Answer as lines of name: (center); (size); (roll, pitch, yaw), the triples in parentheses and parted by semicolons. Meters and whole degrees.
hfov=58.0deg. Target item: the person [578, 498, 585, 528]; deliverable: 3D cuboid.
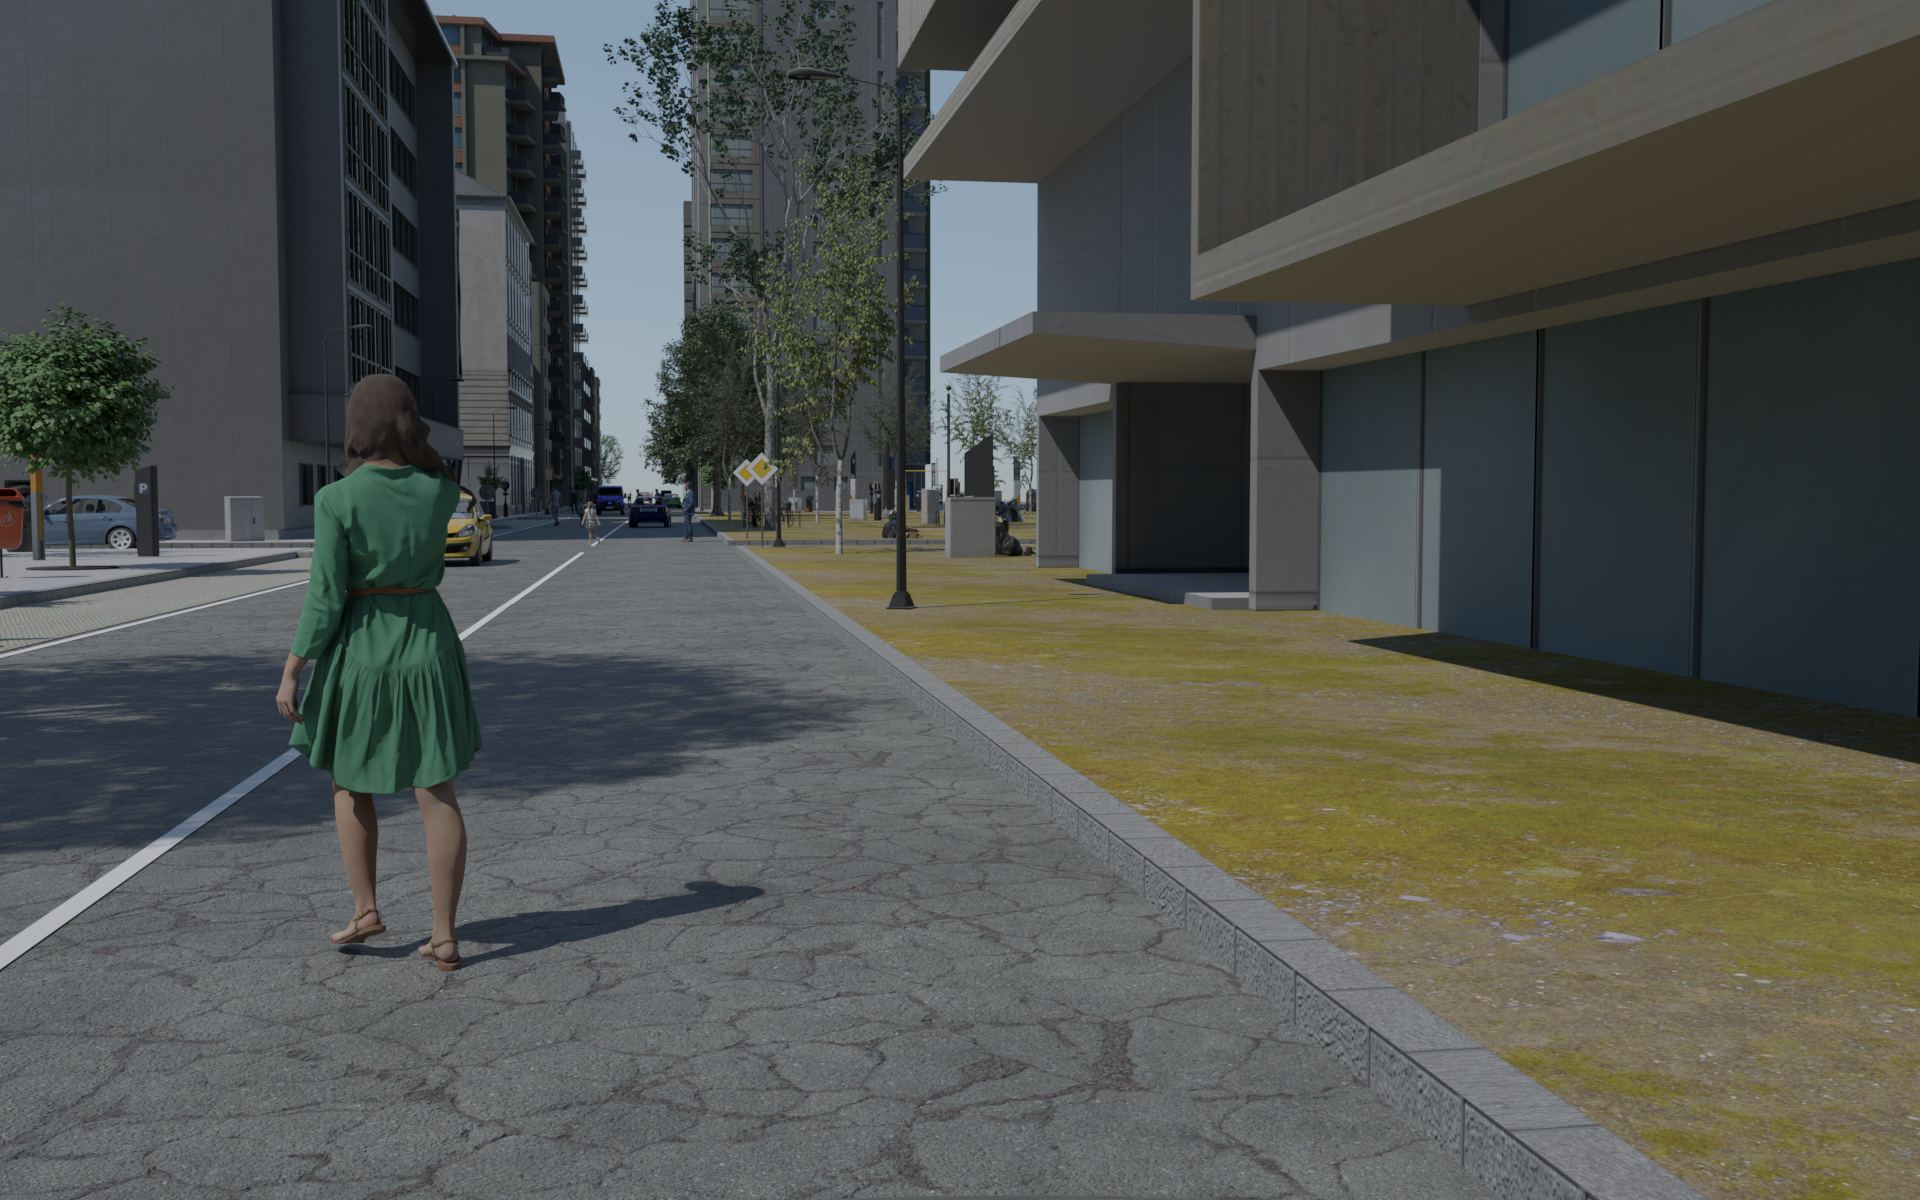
person: (-16.007, -3.679, 73.342); (0.352, 1.250, 0.332); (0, 4, 8)

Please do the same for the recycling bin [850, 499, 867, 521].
recycling bin: (-4.920, -4.371, 84.013); (0.722, 1.027, 0.722); (1, 4, 9)

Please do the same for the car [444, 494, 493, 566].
car: (-10.615, -1.551, 35.587); (2.015, 1.641, 3.980); (-1, 4, -10)

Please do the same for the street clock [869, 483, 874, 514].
street clock: (-5.810, -6.681, 113.803); (0.358, 2.002, 0.471); (1, 4, 13)

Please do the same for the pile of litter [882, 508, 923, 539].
pile of litter: (-1.625, -2.234, 50.497); (1.176, 0.858, 1.719); (3, 4, 38)

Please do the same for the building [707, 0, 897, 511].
building: (-12.615, -27.647, 135.623); (14.154, 41.232, 14.086); (-1, 4, -10)

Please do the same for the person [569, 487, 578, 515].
person: (-26.838, -6.878, 120.312); (0.648, 1.900, 0.474); (0, 4, 1)

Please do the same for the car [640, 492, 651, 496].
car: (-50.418, -16.409, 276.963); (2.281, 1.827, 5.304); (-1, 4, -11)

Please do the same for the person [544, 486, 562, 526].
person: (-18.251, -4.241, 77.955); (0.853, 1.813, 0.709); (2, 4, 32)

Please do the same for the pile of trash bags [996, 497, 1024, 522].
pile of trash bags: (1.379, -4.332, 80.572); (1.912, 1.369, 3.447); (-3, 5, -40)

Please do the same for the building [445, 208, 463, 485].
building: (-33.355, -13.300, 84.902); (16.820, 18.784, 16.811); (-1, 4, -10)

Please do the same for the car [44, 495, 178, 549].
car: (-22.194, -1.934, 43.623); (4.499, 1.417, 2.014); (-1, 4, -8)

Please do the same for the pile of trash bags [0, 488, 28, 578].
pile of trash bags: (-15.571, -0.956, 25.378); (3.447, 1.369, 1.912); (-3, 5, -41)

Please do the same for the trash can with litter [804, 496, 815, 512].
trash can with litter: (-10.582, -6.740, 121.584); (0.624, 1.170, 1.055); (1, 4, 10)

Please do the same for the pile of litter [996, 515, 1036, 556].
pile of litter: (0.933, -1.376, 36.462); (1.176, 0.858, 1.719); (-3, 4, -37)

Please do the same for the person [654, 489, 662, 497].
person: (-20.015, -6.481, 114.816); (0.623, 1.781, 0.721); (0, 4, 5)

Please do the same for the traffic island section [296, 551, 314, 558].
traffic island section: (-14.042, -1.090, 40.106); (2.009, 0.180, 2.903); (-1, 4, -10)

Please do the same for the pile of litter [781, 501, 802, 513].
pile of litter: (-11.456, -6.314, 117.195); (1.719, 0.858, 1.176); (-1, 4, -14)

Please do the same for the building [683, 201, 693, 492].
building: (-31.788, -34.298, 244.359); (14.154, 41.232, 14.086); (-1, 4, -10)

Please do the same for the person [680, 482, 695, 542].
person: (-8.126, -2.639, 51.833); (0.419, 1.800, 0.721); (-1, 4, -21)

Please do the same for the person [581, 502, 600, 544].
person: (-10.512, -2.188, 49.293); (0.505, 1.210, 0.382); (-3, 5, -43)

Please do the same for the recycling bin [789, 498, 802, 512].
recycling bin: (-11.795, -6.818, 124.033); (0.722, 1.027, 0.722); (1, 4, 20)

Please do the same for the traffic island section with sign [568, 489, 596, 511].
traffic island section with sign: (-32.054, -8.422, 146.331); (1.989, 1.847, 2.006); (-1, 4, -10)

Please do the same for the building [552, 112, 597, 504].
building: (-58.260, -36.553, 217.243); (23.786, 49.044, 30.456); (-1, 4, -10)

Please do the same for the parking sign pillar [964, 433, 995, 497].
parking sign pillar: (0.861, -5.409, 76.902); (1.447, 3.967, 1.447); (1, 4, 14)

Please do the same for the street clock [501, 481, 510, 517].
street clock: (-25.289, -5.614, 96.363); (0.471, 2.002, 0.358); (3, 4, 38)

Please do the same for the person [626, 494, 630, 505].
person: (-44.376, -13.448, 231.636); (0.557, 1.426, 1.065); (1, 4, 14)

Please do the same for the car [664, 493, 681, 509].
car: (-28.099, -9.770, 168.539); (1.959, 1.807, 4.718); (-1, 4, -11)

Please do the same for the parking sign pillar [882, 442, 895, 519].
parking sign pillar: (-3.678, -6.191, 89.695); (1.447, 3.967, 1.447); (-1, 4, -11)

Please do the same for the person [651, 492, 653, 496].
person: (-45.797, -15.150, 256.925); (0.721, 1.743, 1.217); (0, 4, -1)

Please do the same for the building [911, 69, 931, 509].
building: (-13.366, -37.613, 156.966); (21.231, 58.520, 28.212); (-1, 4, -10)

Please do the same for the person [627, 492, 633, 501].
person: (-50.290, -15.577, 263.898); (0.721, 1.735, 1.217); (2, 4, 32)

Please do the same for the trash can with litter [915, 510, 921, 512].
trash can with litter: (-2.342, -6.925, 124.285); (1.678, 1.210, 2.233); (-3, 5, -41)

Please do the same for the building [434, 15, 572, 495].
building: (-48.322, -31.031, 161.985); (22.147, 44.769, 28.867); (-1, 4, -10)

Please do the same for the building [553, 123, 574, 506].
building: (-48.929, -30.634, 184.464); (14.154, 41.232, 14.086); (-1, 4, -10)

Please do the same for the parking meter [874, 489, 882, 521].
parking meter: (-3.952, -4.578, 83.261); (0.372, 1.533, 0.369); (0, 3, 0)

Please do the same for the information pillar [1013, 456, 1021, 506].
information pillar: (3.482, -7.032, 106.320); (0.504, 3.616, 0.183); (-2, 4, -32)

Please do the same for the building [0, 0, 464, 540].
building: (-26.749, -14.819, 61.363); (14.314, 24.678, 30.058); (-1, 4, -10)

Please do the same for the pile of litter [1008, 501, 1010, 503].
pile of litter: (3.227, -6.462, 119.623); (1.176, 0.858, 1.719); (1, 4, 16)

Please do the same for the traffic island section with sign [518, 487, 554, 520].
traffic island section with sign: (-23.708, -5.414, 97.141); (1.989, 1.847, 2.006); (-1, 4, -10)

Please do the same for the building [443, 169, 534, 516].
building: (-32.407, -15.887, 108.902); (9.793, 20.994, 18.267); (-1, 4, -10)

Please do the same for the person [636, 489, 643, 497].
person: (-21.831, -6.661, 117.762); (0.721, 1.781, 0.623); (-2, 4, -32)

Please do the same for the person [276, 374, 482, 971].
person: (-1.742, 0.211, 5.297); (0.529, 1.795, 0.600); (3, 5, 40)

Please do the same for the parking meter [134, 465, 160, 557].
parking meter: (-16.655, -1.820, 35.461); (0.399, 1.863, 0.255); (0, 4, 4)

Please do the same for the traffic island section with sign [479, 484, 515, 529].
traffic island section with sign: (-19.222, -3.788, 70.561); (1.989, 1.847, 2.006); (-1, 4, -10)

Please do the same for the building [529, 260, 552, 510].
building: (-46.687, -17.649, 133.594); (27.650, 21.520, 28.899); (-1, 4, -10)

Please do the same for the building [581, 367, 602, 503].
building: (-65.885, -24.600, 247.242); (27.650, 21.520, 28.899); (-1, 4, -10)

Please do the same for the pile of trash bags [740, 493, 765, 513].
pile of trash bags: (-14.205, -6.715, 119.543); (1.912, 1.369, 3.447); (-3, 4, -37)

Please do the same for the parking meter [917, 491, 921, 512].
parking meter: (-2.962, -7.184, 125.861); (0.372, 1.533, 0.369); (0, 3, 0)

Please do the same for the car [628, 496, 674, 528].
car: (-13.422, -3.824, 75.106); (1.945, 1.354, 3.894); (0, 4, -8)

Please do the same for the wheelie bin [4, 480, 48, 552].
wheelie bin: (-20.737, -1.862, 38.346); (0.980, 1.594, 0.693); (-2, 4, -27)

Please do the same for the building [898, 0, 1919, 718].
building: (14.293, -26.250, 18.431); (28.713, 52.752, 27.495); (-1, 4, -10)
